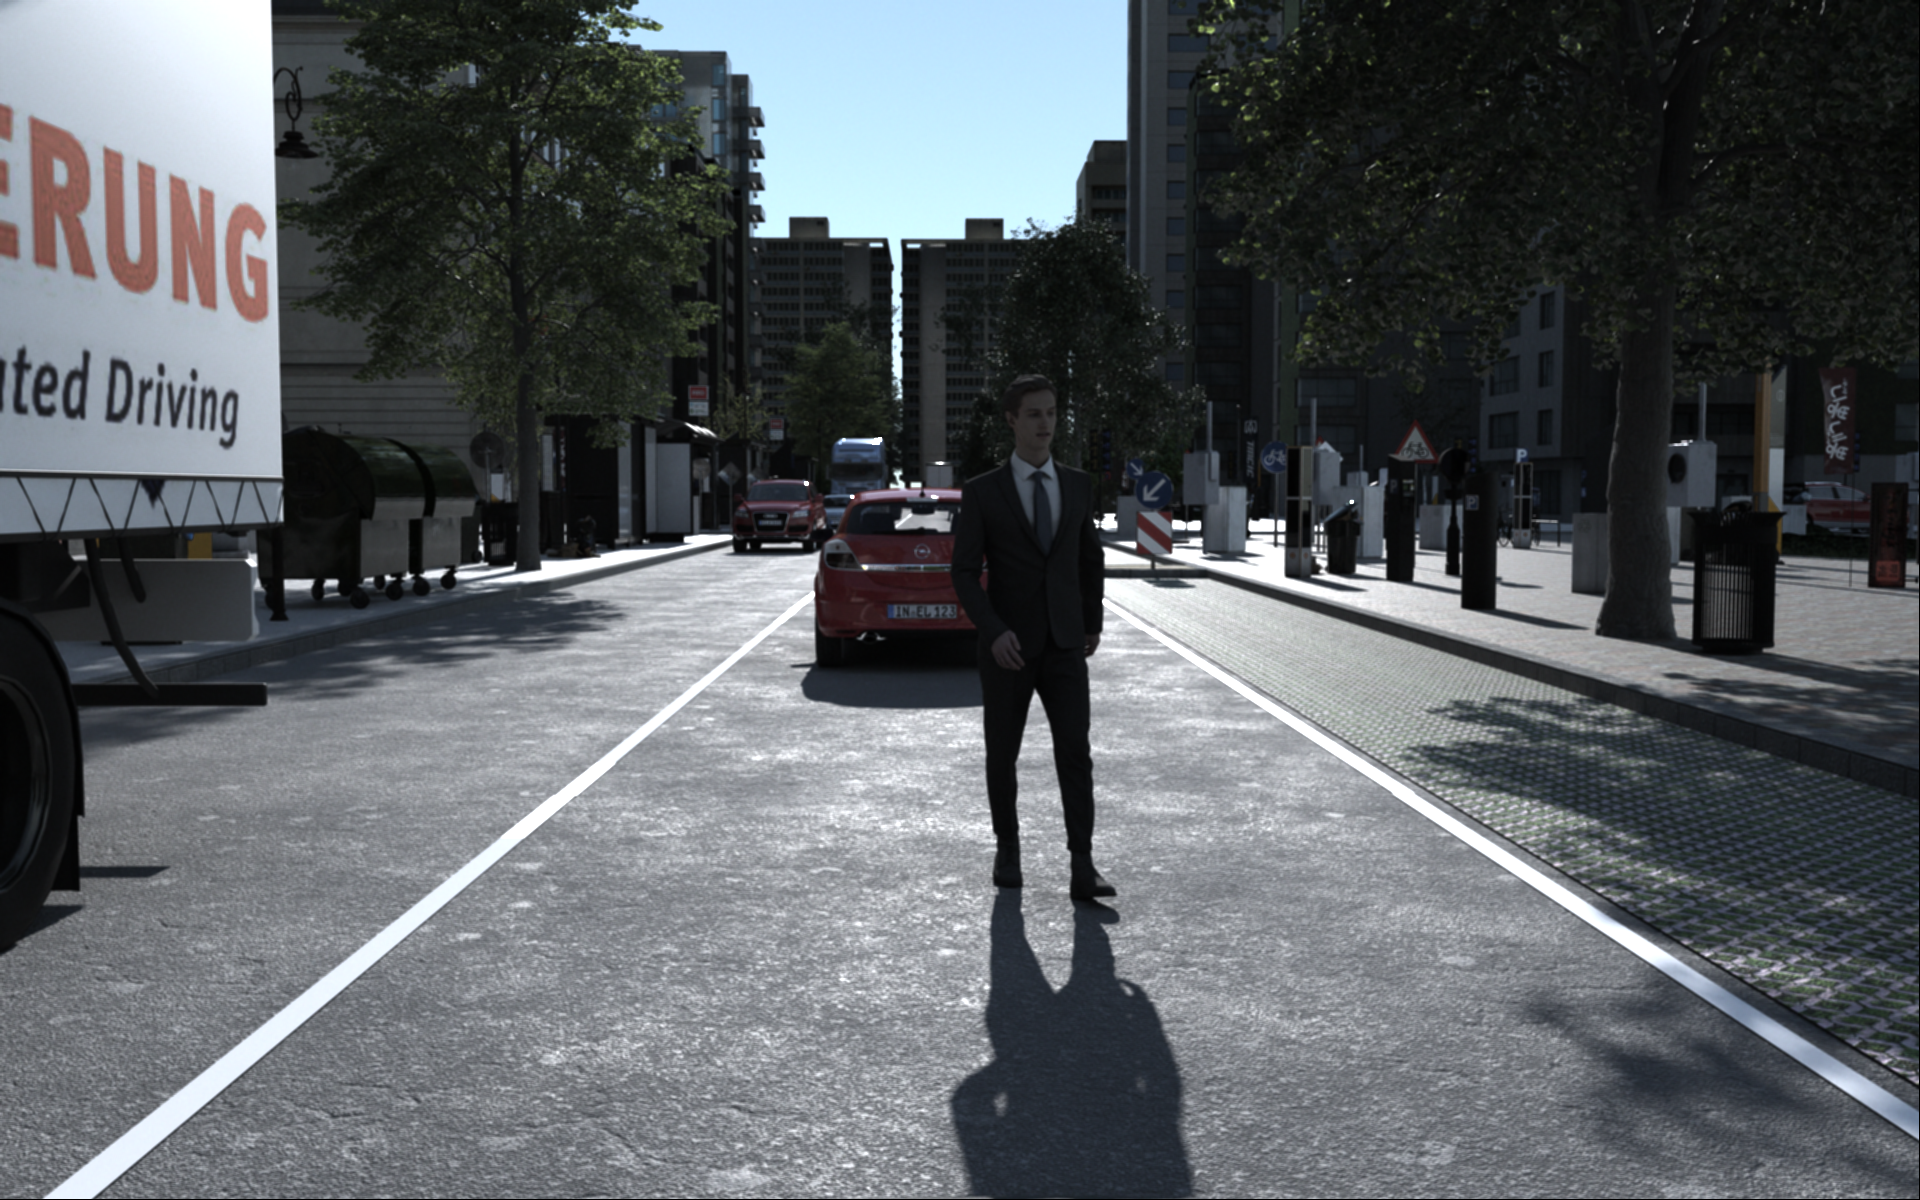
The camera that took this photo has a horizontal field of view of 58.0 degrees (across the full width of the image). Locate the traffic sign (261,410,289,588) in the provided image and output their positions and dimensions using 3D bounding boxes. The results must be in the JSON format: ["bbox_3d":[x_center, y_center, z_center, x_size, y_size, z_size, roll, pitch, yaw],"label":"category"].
[{"bbox_3d":[-9.547,-1.442,23.682,0.768,2.556,0.104,0,4,5],"label":"traffic sign"}]

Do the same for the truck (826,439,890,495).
[{"bbox_3d":[-4.714,-6.133,90.031,2.967,4.110,18.799,0,4,1],"label":"truck"}]

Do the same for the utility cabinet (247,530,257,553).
[{"bbox_3d":[-15.622,-1.605,37.400,0.306,1.237,1.020,3,5,44],"label":"utility cabinet"}]

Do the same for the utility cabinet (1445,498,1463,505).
[{"bbox_3d":[25.270,-4.718,88.298,1.020,1.237,0.306,2,4,25],"label":"utility cabinet"}]

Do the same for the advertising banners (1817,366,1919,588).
[{"bbox_3d":[12.736,-1.680,23.656,2.074,3.025,0.090,0,4,4],"label":"advertising banners"}]

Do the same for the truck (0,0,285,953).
[{"bbox_3d":[-4.076,-0.796,1.936,2.839,4.237,11.283,0,4,-1],"label":"truck"}]

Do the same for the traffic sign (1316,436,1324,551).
[{"bbox_3d":[8.015,-2.365,38.665,0.884,2.594,0.081,0,4,7],"label":"traffic sign"}]

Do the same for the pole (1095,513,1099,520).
[{"bbox_3d":[6.731,-5.584,85.134,0.158,3.312,0.155,0,3,0],"label":"pole"}]

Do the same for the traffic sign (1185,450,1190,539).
[{"bbox_3d":[6.501,-3.036,49.650,0.884,2.594,0.081,0,4,7],"label":"traffic sign"}]

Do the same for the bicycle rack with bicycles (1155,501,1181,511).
[{"bbox_3d":[12.779,-5.493,103.187,2.925,0.926,2.852,0,4,5],"label":"bicycle rack with bicycles"}]

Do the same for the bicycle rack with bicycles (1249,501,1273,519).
[{"bbox_3d":[14.672,-4.586,88.366,2.925,0.926,2.852,-1,4,-21],"label":"bicycle rack with bicycles"}]

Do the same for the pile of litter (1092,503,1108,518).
[{"bbox_3d":[7.454,-4.915,94.329,1.176,0.858,1.719,0,4,4],"label":"pile of litter"}]

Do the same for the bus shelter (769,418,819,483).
[{"bbox_3d":[-9.071,-7.161,94.714,2.179,5.291,8.768,0,4,-1],"label":"bus shelter"}]

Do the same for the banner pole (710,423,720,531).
[{"bbox_3d":[-8.541,-4.322,60.685,0.401,3.779,0.863,-1,4,-23],"label":"banner pole"}]

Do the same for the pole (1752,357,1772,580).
[{"bbox_3d":[11.940,-1.955,25.811,0.158,3.312,0.155,0,3,0],"label":"pole"}]

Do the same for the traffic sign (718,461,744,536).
[{"bbox_3d":[-6.998,-3.012,52.882,0.795,2.450,0.064,0,4,-1],"label":"traffic sign"}]

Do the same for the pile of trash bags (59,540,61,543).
[{"bbox_3d":[-11.773,-0.693,21.078,1.912,1.369,3.447,0,4,-6],"label":"pile of trash bags"}]

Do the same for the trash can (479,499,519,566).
[{"bbox_3d":[-8.248,-1.189,31.099,0.748,1.137,0.748,0,3,0],"label":"trash can"}]

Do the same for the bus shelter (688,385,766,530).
[{"bbox_3d":[-8.948,-5.436,66.514,2.179,5.291,8.768,0,4,-1],"label":"bus shelter"}]

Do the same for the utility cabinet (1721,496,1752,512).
[{"bbox_3d":[21.638,-2.271,48.297,1.020,1.237,0.306,-2,4,-34],"label":"utility cabinet"}]

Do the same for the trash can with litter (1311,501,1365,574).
[{"bbox_3d":[5.919,-1.007,27.852,1.055,1.170,0.624,0,4,-3],"label":"trash can with litter"}]

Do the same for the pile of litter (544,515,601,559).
[{"bbox_3d":[-7.858,-1.299,35.198,1.176,0.858,1.719,0,4,-3],"label":"pile of litter"}]

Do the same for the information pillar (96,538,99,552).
[{"bbox_3d":[-17.218,-2.653,34.730,0.183,3.616,0.504,2,4,24],"label":"information pillar"}]

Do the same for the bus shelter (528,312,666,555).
[{"bbox_3d":[-8.711,-3.870,40.914,2.179,5.291,8.768,0,4,-1],"label":"bus shelter"}]

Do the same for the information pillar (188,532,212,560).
[{"bbox_3d":[-7.500,-1.557,16.806,0.183,3.616,0.504,2,4,28],"label":"information pillar"}]

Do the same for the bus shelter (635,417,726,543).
[{"bbox_3d":[-7.879,-3.327,48.328,2.014,3.302,5.546,0,4,-1],"label":"bus shelter"}]

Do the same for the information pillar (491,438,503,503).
[{"bbox_3d":[-18.894,-4.855,70.733,0.504,3.616,0.183,0,4,-5],"label":"information pillar"}]

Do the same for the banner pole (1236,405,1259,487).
[{"bbox_3d":[8.057,-3.602,48.906,0.863,3.779,0.401,3,4,37],"label":"banner pole"}]

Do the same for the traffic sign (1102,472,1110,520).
[{"bbox_3d":[7.205,-5.323,87.133,0.768,2.556,0.104,0,4,8],"label":"traffic sign"}]

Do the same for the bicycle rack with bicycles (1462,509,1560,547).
[{"bbox_3d":[13.540,-1.802,42.844,2.852,0.926,2.925,0,4,-2],"label":"bicycle rack with bicycles"}]

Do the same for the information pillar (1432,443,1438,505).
[{"bbox_3d":[21.873,-5.406,79.736,0.183,3.616,0.504,0,4,-6],"label":"information pillar"}]

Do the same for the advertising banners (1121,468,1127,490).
[{"bbox_3d":[10.094,-7.207,114.029,2.074,3.025,0.090,-1,4,-10],"label":"advertising banners"}]

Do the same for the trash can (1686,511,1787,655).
[{"bbox_3d":[6.244,-0.141,13.967,0.748,1.137,0.748,0,3,0],"label":"trash can"}]

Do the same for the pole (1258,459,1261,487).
[{"bbox_3d":[17.278,-6.489,99.944,0.158,3.312,0.155,0,3,0],"label":"pole"}]

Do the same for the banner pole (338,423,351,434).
[{"bbox_3d":[-21.628,-4.336,60.910,0.401,3.779,0.863,1,4,14],"label":"banner pole"}]

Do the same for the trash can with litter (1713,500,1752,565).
[{"bbox_3d":[13.901,-1.220,31.328,0.624,1.170,1.055,0,4,-3],"label":"trash can with litter"}]

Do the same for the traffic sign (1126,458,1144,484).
[{"bbox_3d":[6.280,-3.765,61.656,0.768,2.556,0.104,0,4,7],"label":"traffic sign"}]

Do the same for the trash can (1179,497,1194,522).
[{"bbox_3d":[10.391,-4.135,79.257,0.748,1.137,0.748,0,3,0],"label":"trash can"}]

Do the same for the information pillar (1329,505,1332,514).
[{"bbox_3d":[14.378,-3.799,66.598,0.304,2.012,0.304,1,4,19],"label":"information pillar"}]

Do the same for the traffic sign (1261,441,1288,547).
[{"bbox_3d":[7.637,-2.551,41.821,0.768,2.556,0.104,0,4,5],"label":"traffic sign"}]

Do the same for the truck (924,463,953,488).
[{"bbox_3d":[-1.991,-10.621,162.574,2.839,4.237,11.283,0,4,-1],"label":"truck"}]

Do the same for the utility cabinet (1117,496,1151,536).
[{"bbox_3d":[5.345,-2.572,53.212,1.020,1.237,0.306,0,4,-2],"label":"utility cabinet"}]

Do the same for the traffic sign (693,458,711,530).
[{"bbox_3d":[-9.223,-3.753,61.473,0.768,2.556,0.104,0,4,4],"label":"traffic sign"}]

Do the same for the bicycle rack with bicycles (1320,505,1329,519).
[{"bbox_3d":[17.936,-4.461,86.321,2.925,0.926,2.852,-3,5,-43],"label":"bicycle rack with bicycles"}]

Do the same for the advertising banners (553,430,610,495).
[{"bbox_3d":[-10.104,-3.096,46.807,2.074,3.025,0.090,1,4,21],"label":"advertising banners"}]

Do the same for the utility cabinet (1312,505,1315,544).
[{"bbox_3d":[8.818,-2.199,44.636,0.318,1.500,1.173,0,4,-6],"label":"utility cabinet"}]

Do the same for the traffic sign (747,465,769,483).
[{"bbox_3d":[-7.107,-3.500,60.866,0.795,2.450,0.064,0,4,-1],"label":"traffic sign"}]

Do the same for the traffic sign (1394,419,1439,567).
[{"bbox_3d":[7.928,-1.848,30.223,0.884,2.594,0.081,1,4,8],"label":"traffic sign"}]

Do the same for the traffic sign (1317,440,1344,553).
[{"bbox_3d":[7.877,-2.216,37.419,0.795,2.450,0.064,0,4,2],"label":"traffic sign"}]

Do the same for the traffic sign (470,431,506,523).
[{"bbox_3d":[-9.600,-2.145,35.182,0.768,2.556,0.104,1,4,9],"label":"traffic sign"}]

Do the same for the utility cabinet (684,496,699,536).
[{"bbox_3d":[-8.607,-2.598,53.637,1.020,1.237,0.306,-2,4,-26],"label":"utility cabinet"}]
